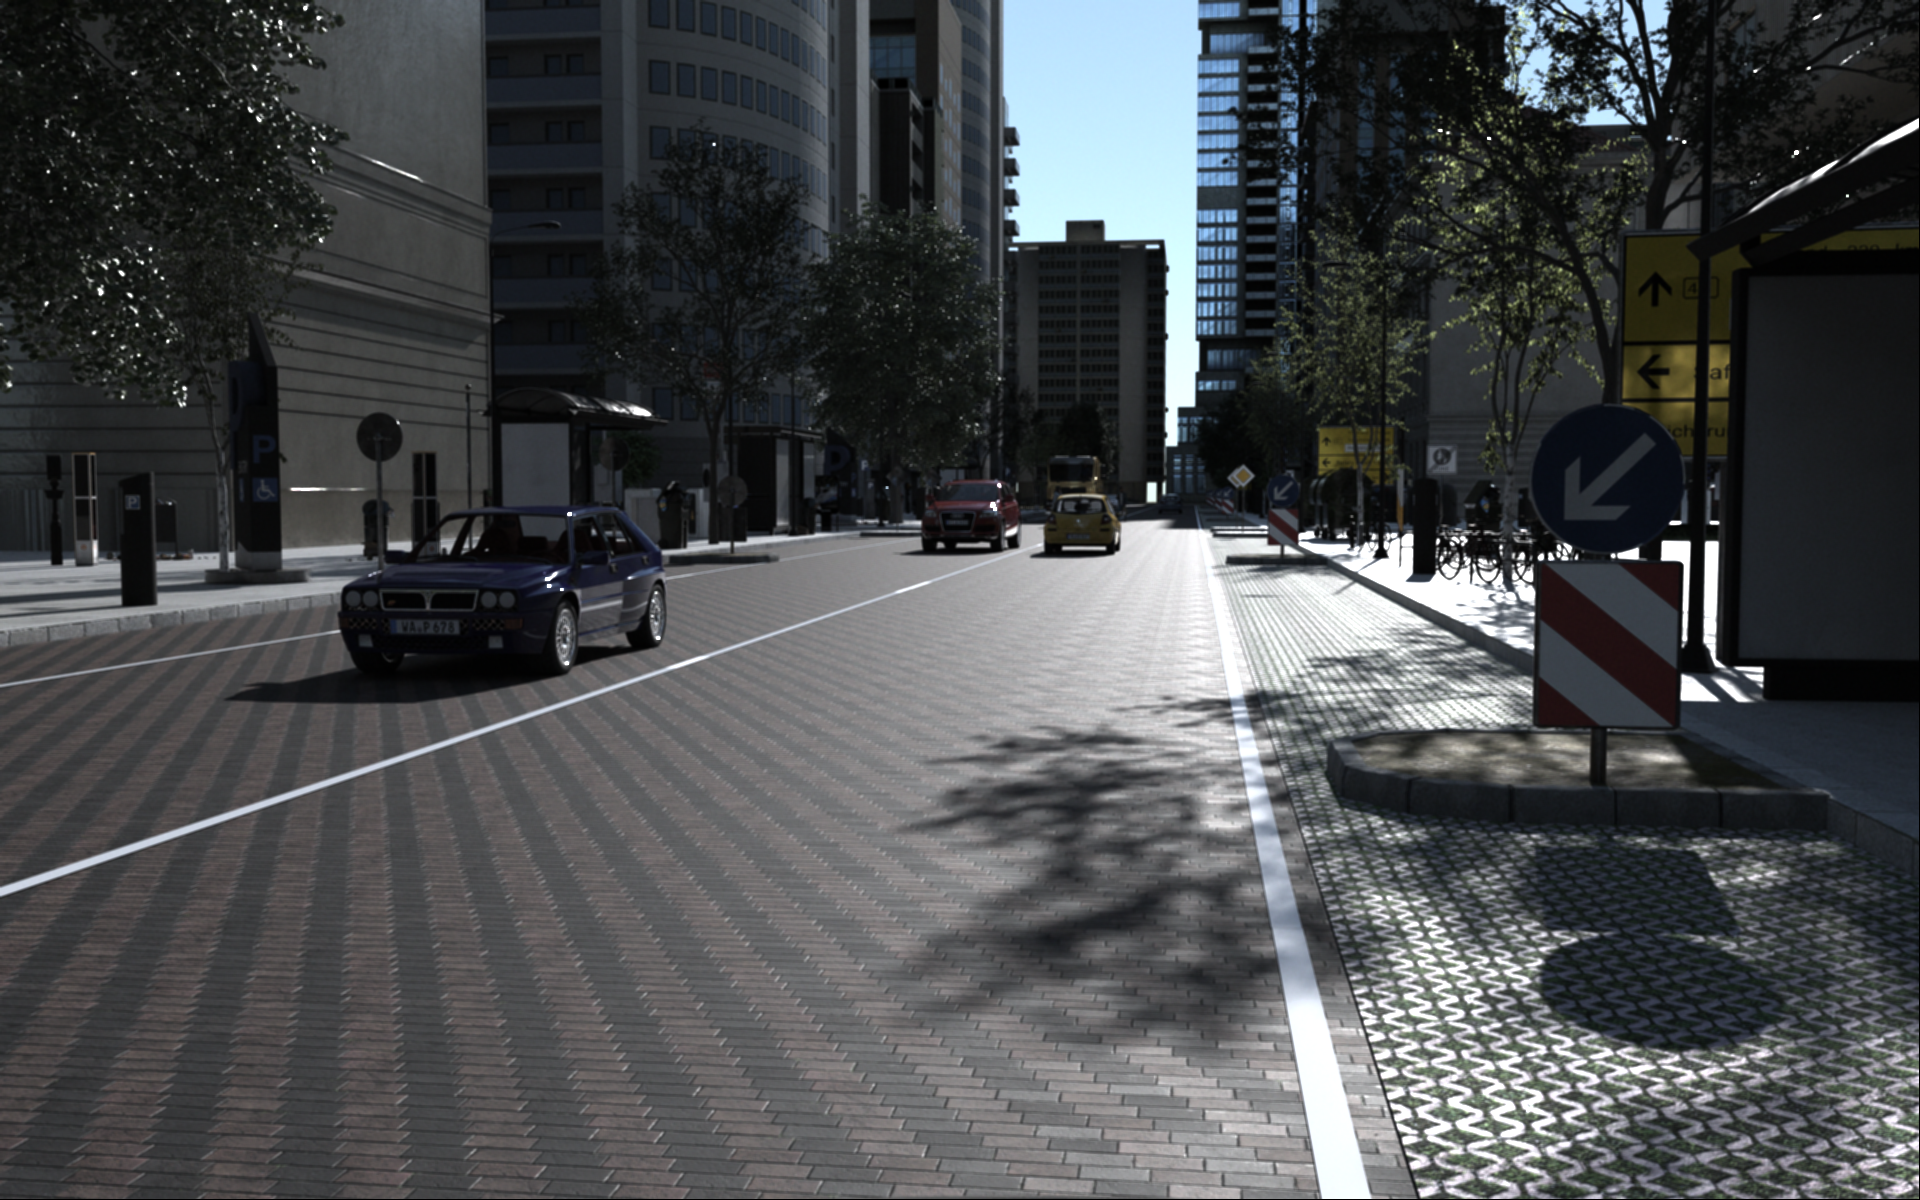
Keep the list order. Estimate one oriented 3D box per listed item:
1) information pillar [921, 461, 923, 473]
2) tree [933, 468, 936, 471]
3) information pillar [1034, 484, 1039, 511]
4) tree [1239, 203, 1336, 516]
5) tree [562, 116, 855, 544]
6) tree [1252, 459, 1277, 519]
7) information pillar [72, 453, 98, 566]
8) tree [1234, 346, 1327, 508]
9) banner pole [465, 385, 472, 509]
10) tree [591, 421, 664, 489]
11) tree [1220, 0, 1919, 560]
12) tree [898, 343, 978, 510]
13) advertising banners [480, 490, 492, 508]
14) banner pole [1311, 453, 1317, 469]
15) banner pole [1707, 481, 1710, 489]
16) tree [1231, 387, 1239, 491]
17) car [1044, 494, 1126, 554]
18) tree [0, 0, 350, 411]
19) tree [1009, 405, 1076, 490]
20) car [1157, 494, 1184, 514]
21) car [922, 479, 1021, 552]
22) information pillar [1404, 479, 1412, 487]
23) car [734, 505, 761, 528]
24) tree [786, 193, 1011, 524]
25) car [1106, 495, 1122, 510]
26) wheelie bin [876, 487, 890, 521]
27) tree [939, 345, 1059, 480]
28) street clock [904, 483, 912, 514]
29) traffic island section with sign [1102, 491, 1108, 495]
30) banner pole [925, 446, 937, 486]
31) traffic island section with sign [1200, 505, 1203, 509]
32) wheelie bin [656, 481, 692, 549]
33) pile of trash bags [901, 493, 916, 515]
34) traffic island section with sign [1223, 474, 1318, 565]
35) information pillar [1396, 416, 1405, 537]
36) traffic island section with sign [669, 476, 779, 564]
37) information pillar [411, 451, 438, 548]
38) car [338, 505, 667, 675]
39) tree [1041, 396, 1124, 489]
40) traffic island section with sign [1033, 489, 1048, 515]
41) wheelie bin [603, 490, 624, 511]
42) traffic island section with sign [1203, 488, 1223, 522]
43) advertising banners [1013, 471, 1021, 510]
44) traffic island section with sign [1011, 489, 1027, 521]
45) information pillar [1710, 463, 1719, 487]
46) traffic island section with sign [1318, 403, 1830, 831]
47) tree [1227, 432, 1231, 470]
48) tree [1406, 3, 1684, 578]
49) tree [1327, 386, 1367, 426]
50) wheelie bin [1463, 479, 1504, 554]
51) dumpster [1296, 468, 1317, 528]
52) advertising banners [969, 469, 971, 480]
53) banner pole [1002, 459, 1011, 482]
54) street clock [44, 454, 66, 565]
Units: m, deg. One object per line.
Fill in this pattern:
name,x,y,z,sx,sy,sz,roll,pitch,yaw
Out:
information pillar,-2.019,-6.585,99.021,0.504,3.616,0.183,3,5,42
tree,-1.595,-7.291,113.816,1.663,3.219,1.824,0,3,0
information pillar,5.804,-7.754,131.267,0.304,2.012,0.304,3,5,40
tree,9.959,-5.686,43.322,4.360,8.622,3.978,0,3,0
tree,-6.479,-6.691,43.806,8.767,10.594,7.601,2,4,23
tree,16.299,-5.875,90.659,1.663,3.219,1.824,0,3,0
information pillar,-15.588,-1.613,30.865,0.304,2.012,0.304,-1,4,-9
tree,15.458,-8.275,85.654,4.737,8.622,4.395,0,3,0
banner pole,-11.192,-3.023,39.444,0.401,3.779,0.863,-1,4,-12
tree,-14.518,-5.584,75.012,4.285,4.588,4.351,0,3,0
tree,7.077,-5.161,18.793,8.767,10.594,7.601,0,4,-6
tree,-1.379,-8.100,82.801,4.737,8.622,4.395,0,3,0
advertising banners,-12.686,-3.270,49.653,2.074,3.025,0.090,-1,4,-17
banner pole,21.815,-7.120,106.426,0.863,3.779,0.401,3,5,40
banner pole,53.494,-8.195,124.006,0.863,3.779,0.401,-2,4,-28
tree,15.169,-7.989,80.990,4.360,8.622,3.978,0,3,0
car,3.047,-1.981,42.614,2.015,1.641,3.980,0,4,8
tree,-10.492,-6.778,17.470,9.857,13.997,8.962,0,3,0
tree,5.995,-11.683,141.386,4.737,8.622,4.395,0,3,0
car,15.605,-7.121,128.424,2.014,1.417,4.499,0,4,7
car,0.348,-2.200,44.648,2.281,1.827,5.304,1,4,9
information pillar,22.376,-5.026,86.659,0.304,2.012,0.304,-3,4,-38
car,-9.248,-3.429,65.655,3.694,1.707,1.945,0,4,7
tree,-2.675,-10.278,74.703,9.857,13.997,8.962,0,3,0
car,13.942,-8.956,158.800,2.083,1.381,4.827,0,4,7
wheelie bin,-3.578,-4.559,82.454,0.693,1.594,0.980,2,4,31
tree,1.432,-10.463,105.490,8.767,10.594,7.601,0,4,2
street clock,-3.414,-6.688,113.917,0.471,2.002,0.358,-1,4,-19
traffic island section with sign,16.438,-11.425,195.422,1.989,1.847,2.006,0,4,8
banner pole,-1.444,-6.086,89.530,0.863,3.779,0.401,-1,4,-10
traffic island section with sign,17.449,-6.639,117.182,1.989,1.847,2.006,0,4,8
wheelie bin,-6.706,-2.005,40.696,0.693,1.594,0.980,1,4,11
pile of trash bags,-2.517,-5.914,106.453,3.447,1.369,1.912,2,4,23
traffic island section with sign,6.494,-1.650,35.612,1.989,1.847,2.006,0,4,8
information pillar,13.308,-3.728,52.305,0.183,3.616,0.504,0,4,1
traffic island section with sign,-4.901,-1.709,36.565,1.989,1.847,2.006,0,4,8
information pillar,-9.254,-1.558,29.963,0.304,2.012,0.304,2,4,28
car,-3.823,-0.149,15.013,1.945,1.354,3.894,0,4,7
tree,14.464,-17.428,201.955,9.611,12.733,9.660,0,3,0
traffic island section with sign,6.085,-6.713,118.379,1.989,1.847,2.006,0,4,8
wheelie bin,-12.092,-3.185,59.986,0.980,1.594,0.693,1,4,18
traffic island section with sign,13.860,-5.005,90.466,1.989,1.847,2.006,0,4,8
advertising banners,4.384,-8.401,133.546,0.090,3.025,2.074,-1,4,-14
traffic island section with sign,2.501,-5.079,91.662,1.989,1.847,2.006,0,4,8
information pillar,55.724,-8.377,128.310,0.504,3.616,0.183,0,4,7
traffic island section with sign,2.835,0.015,8.390,1.989,1.847,2.006,0,4,8
tree,18.076,-9.242,101.462,4.360,8.622,3.978,0,3,0
tree,8.611,-4.646,26.324,4.360,8.622,3.978,0,3,0
tree,24.370,-9.948,113.013,4.737,8.622,4.395,0,3,0
wheelie bin,11.251,-1.793,37.221,0.693,1.594,0.980,0,4,-8
dumpster,13.715,-3.921,66.609,1.502,2.255,1.985,0,4,8
advertising banners,0.576,-7.812,123.911,0.090,3.025,2.074,-1,4,-9
banner pole,3.387,-8.218,124.384,0.863,3.779,0.401,-3,4,-36
street clock,-16.313,-1.630,31.227,0.358,2.002,0.471,-2,4,-28
